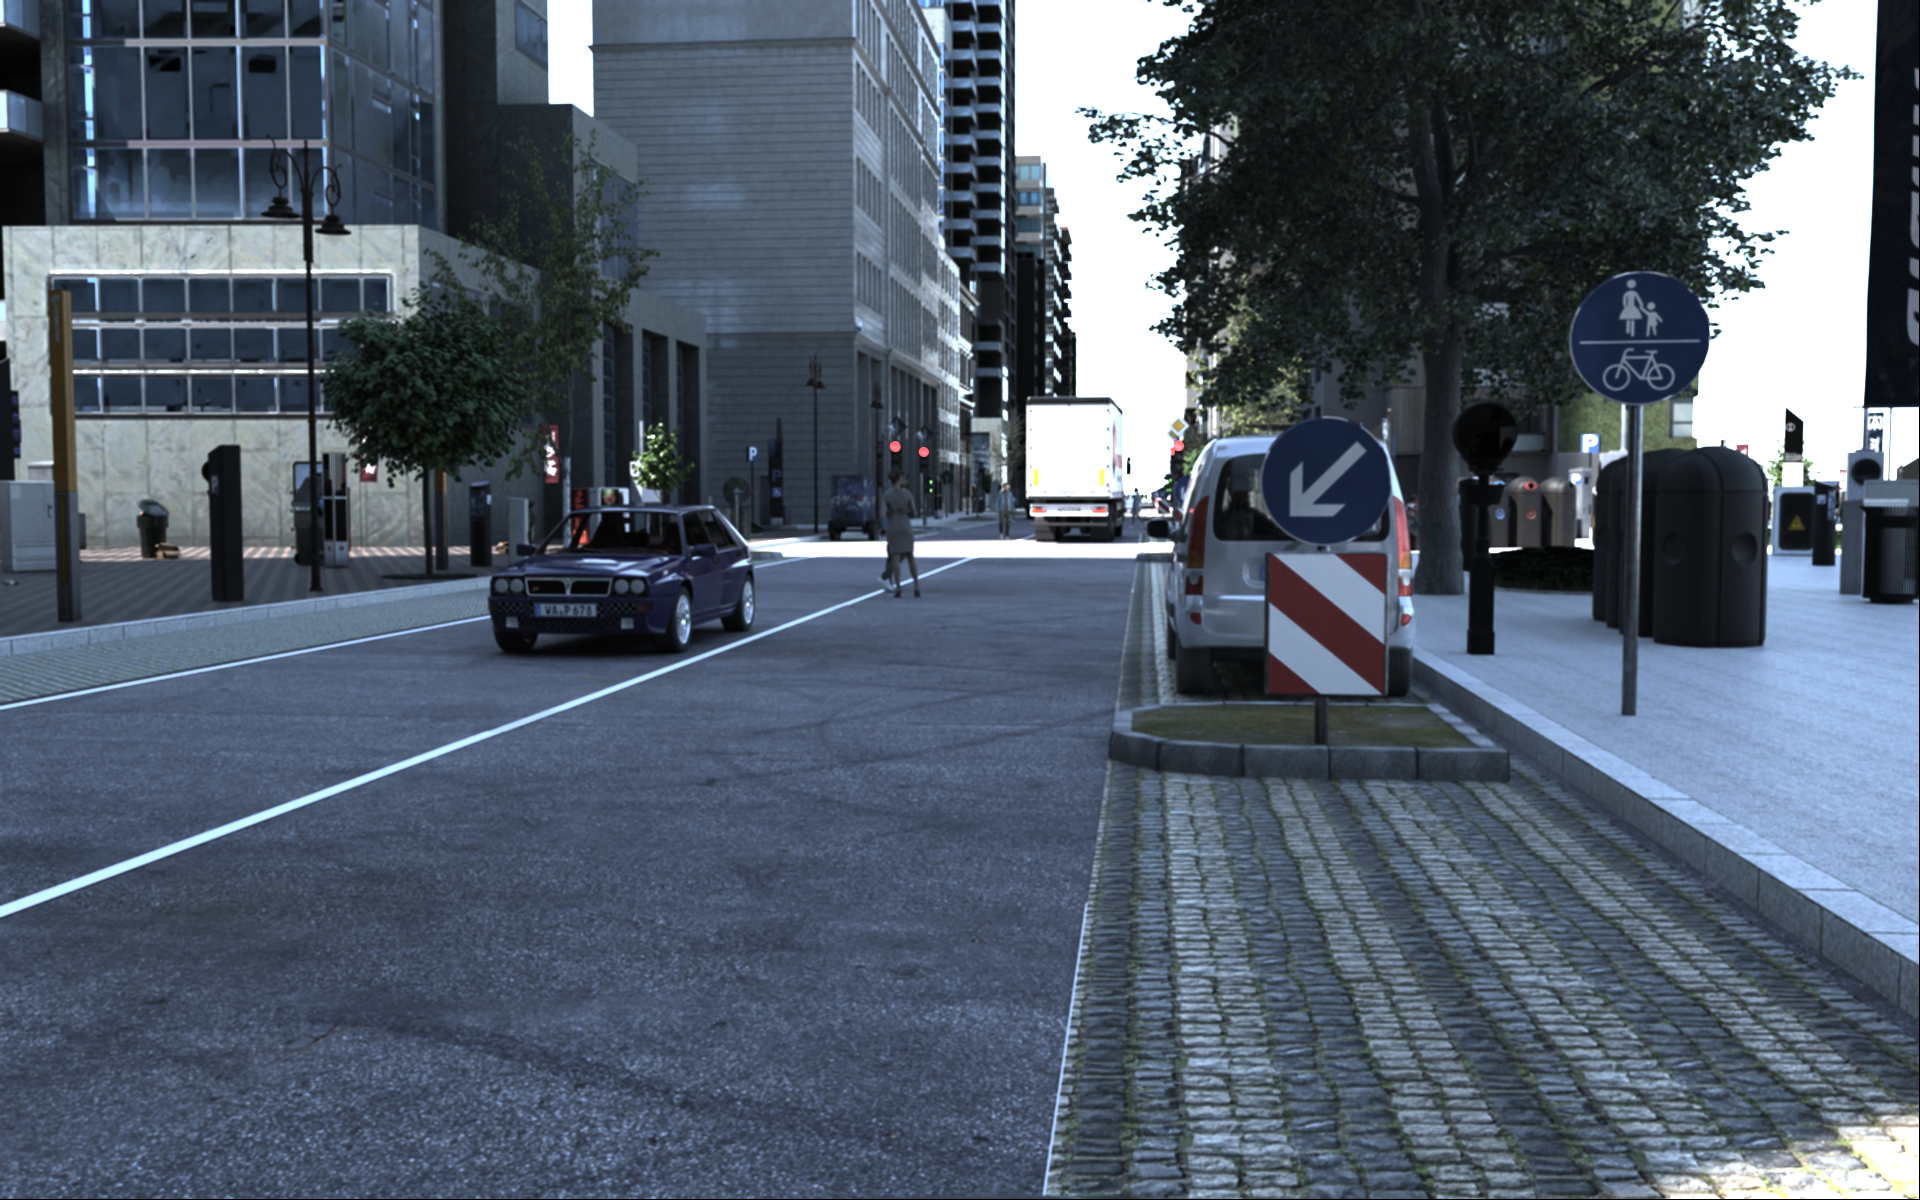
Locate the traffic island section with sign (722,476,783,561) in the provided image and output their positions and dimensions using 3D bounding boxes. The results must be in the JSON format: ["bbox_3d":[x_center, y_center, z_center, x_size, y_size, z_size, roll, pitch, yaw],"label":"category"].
[{"bbox_3d":[-4.951,-1.790,37.902,1.989,1.847,2.006,0,4,6],"label":"traffic island section with sign"}]

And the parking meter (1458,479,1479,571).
[{"bbox_3d":[8.501,-1.254,28.922,0.372,1.533,0.369,0,3,0],"label":"parking meter"}]

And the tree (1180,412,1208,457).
[{"bbox_3d":[20.985,-12.455,153.999,4.360,8.622,3.978,0,3,0],"label":"tree"}]

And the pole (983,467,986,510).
[{"bbox_3d":[1.854,-8.488,132.619,0.158,3.312,0.155,0,3,0],"label":"pole"}]

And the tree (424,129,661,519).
[{"bbox_3d":[-8.098,-5.144,34.466,4.737,8.622,4.395,0,3,0],"label":"tree"}]

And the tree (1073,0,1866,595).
[{"bbox_3d":[6.275,-7.048,21.898,9.857,13.997,8.962,0,3,0],"label":"tree"}]

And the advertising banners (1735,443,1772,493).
[{"bbox_3d":[27.454,-3.858,59.270,0.090,3.025,2.074,-2,4,-34],"label":"advertising banners"}]

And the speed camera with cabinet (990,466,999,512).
[{"bbox_3d":[2.445,-7.922,123.867,0.660,3.252,2.038,0,4,2],"label":"speed camera with cabinet"}]

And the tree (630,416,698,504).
[{"bbox_3d":[-7.252,-2.941,42.684,1.663,3.219,1.824,0,3,0],"label":"tree"}]

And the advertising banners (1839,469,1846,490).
[{"bbox_3d":[60.674,-7.606,120.549,0.090,3.025,2.074,-2,4,-27],"label":"advertising banners"}]

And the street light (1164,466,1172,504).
[{"bbox_3d":[32.036,-18.013,267.298,0.468,5.910,1.993,0,4,6],"label":"street light"}]

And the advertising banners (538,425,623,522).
[{"bbox_3d":[-9.478,-2.880,43.269,2.074,3.025,0.090,0,4,0],"label":"advertising banners"}]

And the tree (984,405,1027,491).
[{"bbox_3d":[3.984,-11.795,143.212,4.360,8.622,3.978,0,3,0],"label":"tree"}]

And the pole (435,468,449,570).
[{"bbox_3d":[-8.773,-2.166,29.254,0.158,3.312,0.155,0,3,0],"label":"pole"}]

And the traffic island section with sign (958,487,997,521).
[{"bbox_3d":[0.980,-5.158,92.962,1.989,1.847,2.006,0,4,6],"label":"traffic island section with sign"}]

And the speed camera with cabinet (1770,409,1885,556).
[{"bbox_3d":[17.908,-2.533,35.755,2.038,3.252,0.660,1,4,22],"label":"speed camera with cabinet"}]

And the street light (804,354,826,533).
[{"bbox_3d":[-4.761,-5.161,57.177,0.468,5.910,1.993,0,4,6],"label":"street light"}]

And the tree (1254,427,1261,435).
[{"bbox_3d":[8.578,-3.394,50.099,1.663,3.219,1.824,0,3,0],"label":"tree"}]

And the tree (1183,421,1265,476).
[{"bbox_3d":[12.284,-5.680,76.583,4.285,4.588,4.351,0,3,0],"label":"tree"}]

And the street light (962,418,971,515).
[{"bbox_3d":[0.455,-8.099,105.198,0.468,5.910,1.993,0,4,6],"label":"street light"}]

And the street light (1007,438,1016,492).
[{"bbox_3d":[4.004,-10.195,139.475,0.468,5.910,1.993,0,4,6],"label":"street light"}]

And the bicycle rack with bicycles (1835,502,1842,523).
[{"bbox_3d":[37.846,-3.769,75.000,2.852,0.926,2.925,2,4,29],"label":"bicycle rack with bicycles"}]

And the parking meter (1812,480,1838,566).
[{"bbox_3d":[15.528,-1.387,31.094,0.372,1.533,0.369,0,3,0],"label":"parking meter"}]

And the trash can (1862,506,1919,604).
[{"bbox_3d":[10.959,-0.531,20.341,0.748,1.137,0.748,0,3,0],"label":"trash can"}]

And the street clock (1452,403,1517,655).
[{"bbox_3d":[4.183,-0.568,13.857,0.471,2.002,0.358,0,4,8],"label":"street clock"}]

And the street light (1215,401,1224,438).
[{"bbox_3d":[10.956,-6.119,72.827,0.468,5.910,1.993,0,4,6],"label":"street light"}]

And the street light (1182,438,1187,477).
[{"bbox_3d":[19.273,-10.840,150.020,0.468,5.910,1.993,0,4,6],"label":"street light"}]

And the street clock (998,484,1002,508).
[{"bbox_3d":[3.005,-8.316,140.535,0.358,2.002,0.471,-3,4,-36],"label":"street clock"}]

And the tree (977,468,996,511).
[{"bbox_3d":[2.003,-8.280,129.983,1.663,3.219,1.824,0,3,0],"label":"tree"}]

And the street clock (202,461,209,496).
[{"bbox_3d":[-15.990,-1.996,37.203,0.471,2.002,0.358,0,4,1],"label":"street clock"}]

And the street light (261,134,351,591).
[{"bbox_3d":[-8.537,-3.058,22.780,0.468,5.910,1.993,0,4,6],"label":"street light"}]

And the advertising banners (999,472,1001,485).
[{"bbox_3d":[2.987,-8.679,138.082,0.090,3.025,2.074,-1,4,-13],"label":"advertising banners"}]

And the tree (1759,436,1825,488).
[{"bbox_3d":[23.810,-3.372,49.732,1.663,3.219,1.824,0,3,0],"label":"tree"}]

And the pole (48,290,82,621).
[{"bbox_3d":[-9.022,-1.444,17.457,0.158,3.312,0.155,0,3,0],"label":"pole"}]

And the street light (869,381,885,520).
[{"bbox_3d":[-3.393,-6.004,70.954,0.468,5.910,1.993,0,4,6],"label":"street light"}]

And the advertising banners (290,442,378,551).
[{"bbox_3d":[-13.913,-2.599,38.683,2.074,3.025,0.090,0,4,1],"label":"advertising banners"}]

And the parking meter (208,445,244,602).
[{"bbox_3d":[-8.819,-0.923,20.804,0.399,1.863,0.255,3,5,44],"label":"parking meter"}]

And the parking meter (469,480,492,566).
[{"bbox_3d":[-8.531,-1.371,30.819,0.372,1.533,0.369,0,3,0],"label":"parking meter"}]

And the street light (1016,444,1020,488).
[{"bbox_3d":[4.772,-10.648,146.884,0.468,5.910,1.993,0,4,6],"label":"street light"}]

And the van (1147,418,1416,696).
[{"bbox_3d":[2.489,-0.406,13.654,2.013,2.044,4.112,0,4,5],"label":"van"}]

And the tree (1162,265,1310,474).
[{"bbox_3d":[9.239,-6.400,54.995,4.737,8.622,4.395,0,3,0],"label":"tree"}]

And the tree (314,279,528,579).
[{"bbox_3d":[-8.214,-2.629,26.691,4.285,4.588,4.351,0,3,0],"label":"tree"}]

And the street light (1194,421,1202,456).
[{"bbox_3d":[14.720,-8.229,107.324,0.468,5.910,1.993,0,4,6],"label":"street light"}]
